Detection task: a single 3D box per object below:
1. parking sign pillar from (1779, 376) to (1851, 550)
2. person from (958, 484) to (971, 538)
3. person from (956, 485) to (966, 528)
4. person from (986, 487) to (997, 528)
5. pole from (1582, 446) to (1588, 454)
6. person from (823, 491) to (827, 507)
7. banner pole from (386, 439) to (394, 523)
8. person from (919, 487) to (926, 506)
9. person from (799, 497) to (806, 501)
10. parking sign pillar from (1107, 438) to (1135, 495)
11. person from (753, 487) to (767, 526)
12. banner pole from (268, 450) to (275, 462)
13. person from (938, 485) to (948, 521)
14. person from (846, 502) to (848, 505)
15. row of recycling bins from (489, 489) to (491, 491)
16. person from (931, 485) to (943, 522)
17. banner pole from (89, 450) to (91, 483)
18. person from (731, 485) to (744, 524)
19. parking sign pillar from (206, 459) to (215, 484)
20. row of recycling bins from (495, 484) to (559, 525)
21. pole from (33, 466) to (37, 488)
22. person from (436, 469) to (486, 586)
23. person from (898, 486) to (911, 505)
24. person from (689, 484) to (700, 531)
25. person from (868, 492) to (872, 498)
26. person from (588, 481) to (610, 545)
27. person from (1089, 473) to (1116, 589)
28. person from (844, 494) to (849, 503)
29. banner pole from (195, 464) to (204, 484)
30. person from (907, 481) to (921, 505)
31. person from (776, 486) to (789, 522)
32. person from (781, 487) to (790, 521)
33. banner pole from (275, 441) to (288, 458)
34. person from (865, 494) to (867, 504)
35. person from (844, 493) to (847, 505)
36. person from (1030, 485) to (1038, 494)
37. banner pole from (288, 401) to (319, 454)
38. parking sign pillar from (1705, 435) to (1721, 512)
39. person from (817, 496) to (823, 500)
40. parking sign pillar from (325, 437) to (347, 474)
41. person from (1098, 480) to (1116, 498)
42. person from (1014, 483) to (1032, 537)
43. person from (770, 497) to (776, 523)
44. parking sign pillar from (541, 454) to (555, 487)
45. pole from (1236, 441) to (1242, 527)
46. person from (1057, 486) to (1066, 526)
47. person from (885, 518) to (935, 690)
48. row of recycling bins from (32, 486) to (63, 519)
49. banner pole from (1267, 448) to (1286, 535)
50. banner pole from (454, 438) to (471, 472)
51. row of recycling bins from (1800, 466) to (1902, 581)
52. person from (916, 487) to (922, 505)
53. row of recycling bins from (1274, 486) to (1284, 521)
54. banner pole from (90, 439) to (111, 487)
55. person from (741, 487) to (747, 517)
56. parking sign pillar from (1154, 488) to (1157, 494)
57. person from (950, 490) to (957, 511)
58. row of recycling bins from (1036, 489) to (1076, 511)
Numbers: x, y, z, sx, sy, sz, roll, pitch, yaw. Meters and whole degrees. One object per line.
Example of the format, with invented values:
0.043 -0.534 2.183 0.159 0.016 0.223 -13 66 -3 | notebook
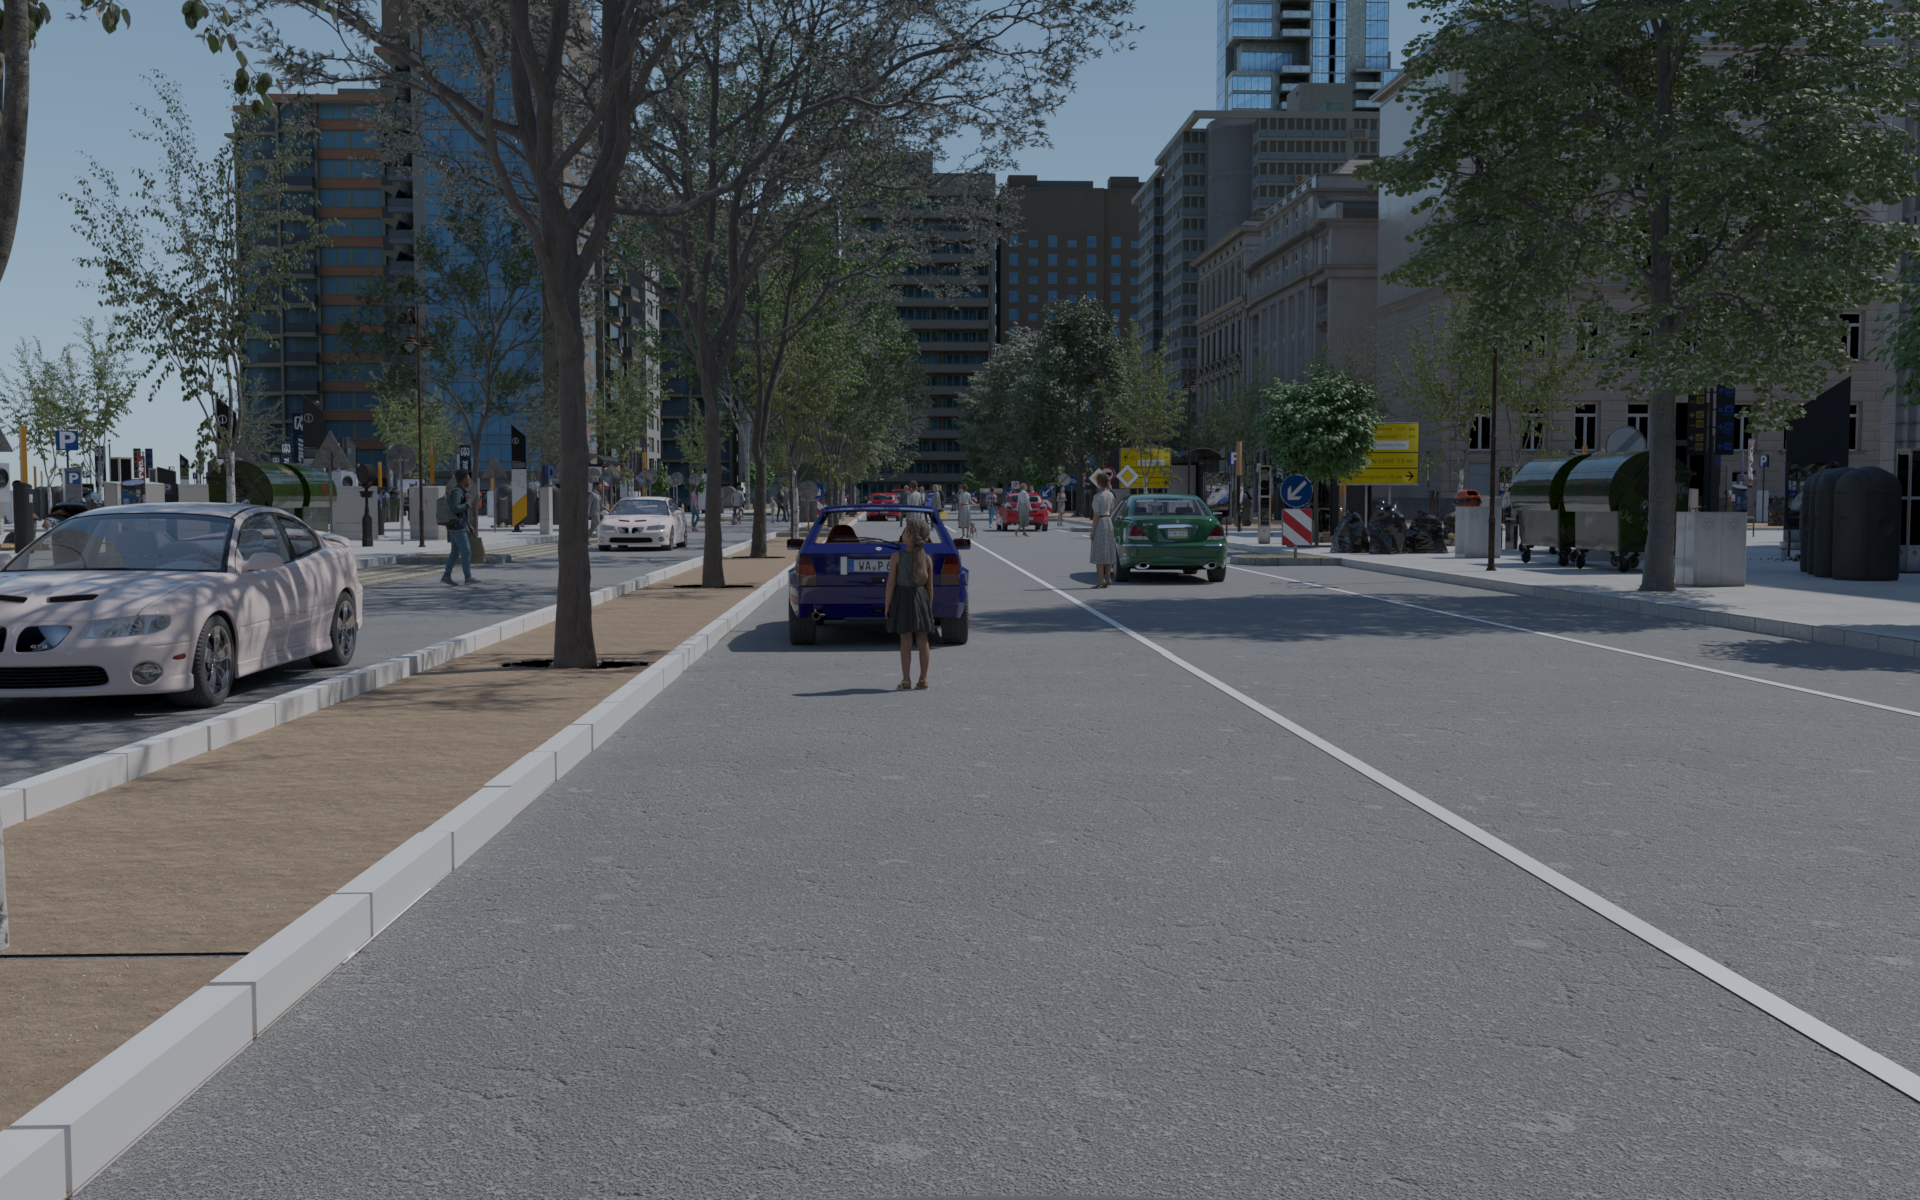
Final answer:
19.686 -3.140 39.811 1.447 3.967 1.447 2 4 24 | parking sign pillar
0.124 -2.874 56.055 0.480 1.755 0.524 -2 4 -34 | person
0.094 -3.903 72.493 0.473 1.802 0.592 2 4 33 | person
1.321 -3.901 73.121 0.563 1.720 0.643 3 5 44 | person
26.373 -4.852 73.179 0.158 3.312 0.155 0 3 0 | pole
-14.769 -11.202 192.472 1.217 1.723 0.721 2 4 27 | person
-25.645 -5.378 77.947 0.401 3.779 0.863 -3 5 -40 | banner pole
-1.737 -4.408 80.971 0.834 1.777 0.661 3 5 42 | person
-9.409 -5.790 104.174 0.522 1.701 0.512 1 4 13 | person
7.814 -5.850 84.119 1.447 3.967 1.447 2 4 30 | parking sign pillar
-8.894 -4.177 76.978 0.592 1.802 0.473 -1 4 -15 | person
-38.995 -6.631 98.438 0.863 3.779 0.401 0 4 6 | banner pole
-0.843 -3.747 69.988 0.699 1.804 1.509 0 4 -1 | person
-8.518 -7.745 135.112 0.713 1.824 0.794 2 4 26 | person
-35.324 -7.581 131.068 3.534 1.692 1.069 3 5 44 | row of recycling bins
-0.914 -3.578 67.177 0.728 1.800 0.709 0 4 2 | person
-41.702 -5.695 83.136 0.401 3.779 0.863 -2 4 -31 | banner pole
-10.614 -4.541 82.598 0.661 1.843 0.795 1 4 14 | person
-42.357 -6.758 98.965 1.447 3.967 1.447 -3 5 -44 | parking sign pillar
-17.486 -3.970 72.027 3.534 1.692 1.069 -1 4 -23 | row of recycling bins
-67.295 -8.088 126.075 0.158 3.312 0.155 0 3 0 | pole
-7.731 -1.124 26.865 0.713 1.824 0.794 0 4 1 | person
-2.389 -4.071 75.239 0.661 1.801 0.590 -1 4 -15 | person
-10.224 -3.559 66.704 0.388 1.821 0.555 -2 4 -31 | person
-10.201 -11.398 196.325 0.415 1.643 0.593 -2 4 -31 | person
-10.110 -2.402 48.054 0.850 1.792 0.678 1 4 9 | person
2.114 -1.058 26.371 0.524 1.755 0.480 3 5 42 | person
-9.592 -8.343 148.137 0.991 1.433 0.599 -1 4 -19 | person
-54.207 -8.174 123.659 0.401 3.779 0.863 2 4 29 | banner pole
-1.183 -2.043 42.465 0.524 1.755 0.480 3 5 44 | person
-8.993 -4.860 87.733 0.755 1.850 0.659 2 4 33 | person
-9.167 -5.013 90.641 0.526 1.800 0.537 -1 4 -13 | person
-28.043 -5.046 72.518 0.401 3.779 0.863 2 4 34 | banner pole
-10.196 -10.776 187.953 0.557 1.426 1.065 1 4 9 | person
-10.650 -9.138 157.845 1.348 1.831 0.705 -1 4 -17 | person
3.450 -4.518 82.149 0.659 1.850 0.755 2 4 26 | person
-17.475 -3.455 46.508 0.863 3.779 0.401 -2 4 -27 | banner pole
34.605 -5.576 79.641 1.447 3.967 1.447 1 4 15 | parking sign pillar
-10.844 -7.777 135.429 0.755 1.850 0.659 -2 4 -24 | person
-29.682 -5.712 81.863 1.447 3.967 1.447 0 4 5 | parking sign pillar
4.694 -2.921 55.622 0.648 1.900 0.474 -3 5 -41 | person
2.091 -3.029 58.246 0.641 1.798 0.478 -1 4 -23 | person
-9.291 -4.469 85.849 0.425 1.301 0.394 3 4 36 | person
-27.708 -7.835 116.567 1.447 3.967 1.447 1 4 9 | parking sign pillar
10.814 -4.484 67.160 0.158 3.312 0.155 0 3 0 | pole
4.526 -4.170 77.015 0.599 1.781 0.374 -3 5 -44 | person
-0.372 0.028 12.708 0.362 1.253 0.373 -1 4 -16 | person
-46.254 -4.979 88.527 3.534 1.692 1.069 2 4 35 | row of recycling bins
9.810 -3.910 53.951 0.863 3.779 0.401 0 4 -5 | banner pole
-22.258 -5.344 77.395 0.863 3.779 0.401 -1 4 -17 | banner pole
13.844 -1.221 27.081 1.069 1.692 3.534 1 4 17 | row of recycling bins
-1.790 -3.813 71.242 0.661 1.777 0.834 -3 4 -36 | person
16.027 -4.733 84.498 1.069 1.692 3.534 0 4 -2 | row of recycling bins
-38.990 -5.440 78.964 0.863 3.779 0.401 -2 4 -27 | banner pole
-13.325 -5.953 105.606 0.659 1.850 0.755 0 4 -2 | person
15.436 -9.180 138.566 1.447 3.967 1.447 1 4 19 | parking sign pillar
-0.491 -8.157 142.673 0.445 1.727 0.742 2 4 26 | person
7.490 -7.640 132.029 3.534 1.692 1.069 -1 4 -21 | row of recycling bins
